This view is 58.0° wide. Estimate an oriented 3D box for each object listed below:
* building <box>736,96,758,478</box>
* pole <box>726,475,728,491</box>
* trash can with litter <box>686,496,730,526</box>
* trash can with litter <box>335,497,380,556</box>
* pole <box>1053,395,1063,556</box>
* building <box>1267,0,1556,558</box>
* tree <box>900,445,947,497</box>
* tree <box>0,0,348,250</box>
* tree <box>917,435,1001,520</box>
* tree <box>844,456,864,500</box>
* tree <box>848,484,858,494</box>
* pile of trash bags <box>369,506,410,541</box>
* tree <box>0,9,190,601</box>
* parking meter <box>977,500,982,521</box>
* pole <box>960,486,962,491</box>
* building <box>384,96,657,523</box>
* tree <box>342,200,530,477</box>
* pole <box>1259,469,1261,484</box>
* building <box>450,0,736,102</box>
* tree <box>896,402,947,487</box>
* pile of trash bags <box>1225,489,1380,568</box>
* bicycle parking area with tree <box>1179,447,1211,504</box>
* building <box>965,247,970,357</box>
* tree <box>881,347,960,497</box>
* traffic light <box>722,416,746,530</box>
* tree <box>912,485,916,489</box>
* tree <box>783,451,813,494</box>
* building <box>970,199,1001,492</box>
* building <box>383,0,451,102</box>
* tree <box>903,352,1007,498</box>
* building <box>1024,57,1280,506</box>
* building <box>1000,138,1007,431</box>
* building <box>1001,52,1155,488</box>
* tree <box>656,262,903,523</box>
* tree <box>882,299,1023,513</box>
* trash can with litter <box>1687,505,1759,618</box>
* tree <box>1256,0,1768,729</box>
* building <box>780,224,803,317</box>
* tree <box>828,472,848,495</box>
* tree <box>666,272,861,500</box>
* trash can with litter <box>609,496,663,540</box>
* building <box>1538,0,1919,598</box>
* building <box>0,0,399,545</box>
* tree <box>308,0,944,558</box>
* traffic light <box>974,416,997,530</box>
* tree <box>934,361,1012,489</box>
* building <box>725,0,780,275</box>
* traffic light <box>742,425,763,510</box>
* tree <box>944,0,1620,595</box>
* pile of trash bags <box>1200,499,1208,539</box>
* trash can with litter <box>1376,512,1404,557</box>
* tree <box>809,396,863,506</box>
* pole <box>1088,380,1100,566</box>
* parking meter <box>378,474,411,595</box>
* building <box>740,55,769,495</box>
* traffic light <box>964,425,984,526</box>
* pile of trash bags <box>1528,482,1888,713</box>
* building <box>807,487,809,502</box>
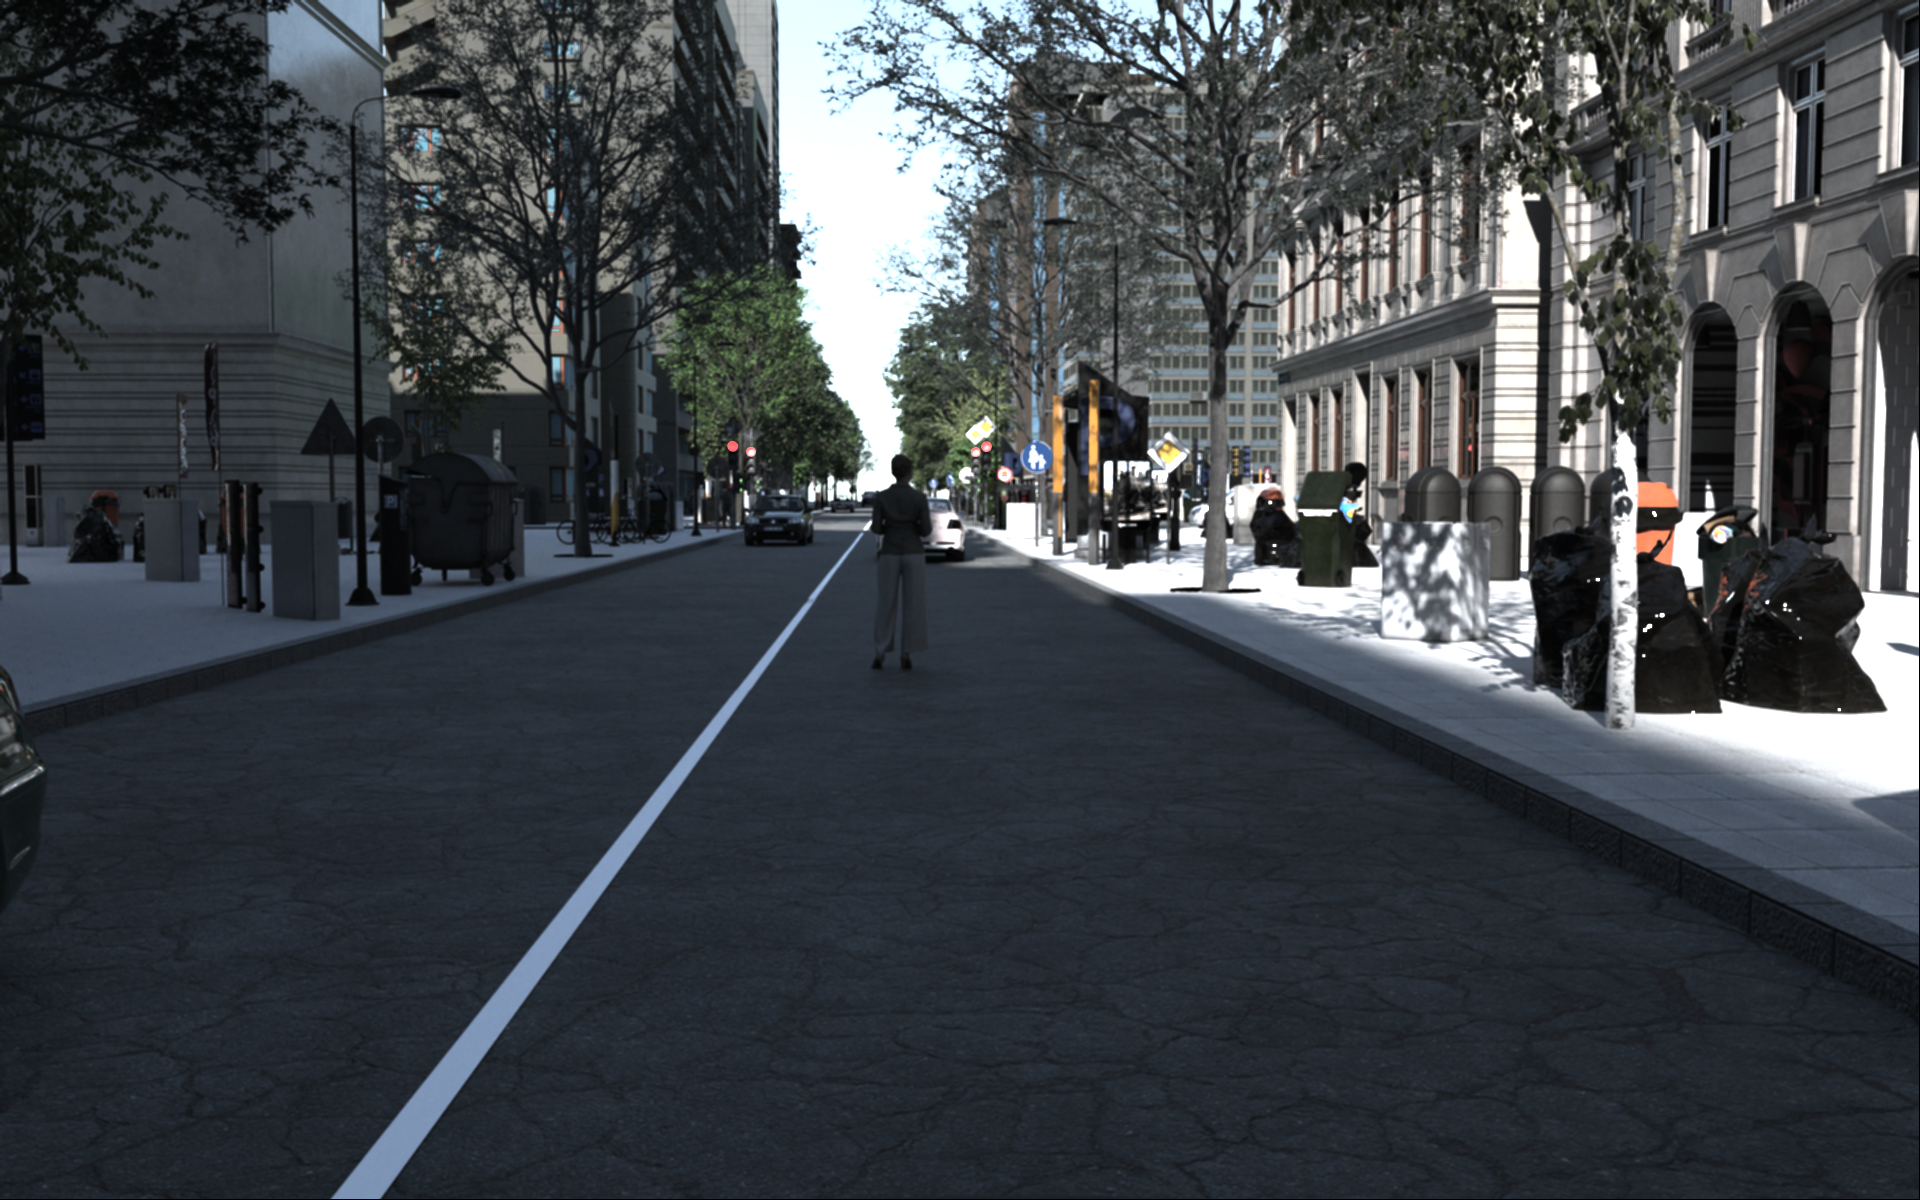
[{"bbox_3d":[-27.658,-29.920,172.794,14.154,41.232,14.086,0,4,-2],"label":"building"},{"bbox_3d":[-19.358,-9.188,144.066,0.158,3.312,0.155,0,3,0],"label":"pole"},{"bbox_3d":[-10.439,-3.788,72.985,2.233,1.210,1.678,0,4,-1],"label":"trash can with litter"},{"bbox_3d":[-12.863,-1.594,37.126,1.678,1.210,2.233,2,4,29],"label":"trash can with litter"},{"bbox_3d":[2.031,-2.571,35.874,0.158,3.312,0.155,0,3,0],"label":"pole"},{"bbox_3d":[15.302,-12.713,44.011,11.583,22.565,21.152,0,4,-2],"label":"building"},{"bbox_3d":[-3.903,-19.170,230.429,9.611,12.733,9.660,0,3,0],"label":"tree"},{"bbox_3d":[-7.914,-4.747,12.023,7.601,10.594,8.767,0,4,-3],"label":"tree"},{"bbox_3d":[0.864,-6.313,86.938,4.285,4.588,4.351,0,3,0],"label":"tree"},{"bbox_3d":[-18.001,-20.568,286.656,4.360,8.622,3.978,0,3,0],"label":"tree"},{"bbox_3d":[-18.143,-18.280,293.479,1.663,3.219,1.824,0,3,0],"label":"tree"},{"bbox_3d":[-14.345,-2.266,46.805,3.447,1.369,1.912,2,4,34],"label":"pile of trash bags"},{"bbox_3d":[-11.636,-4.310,20.836,4.737,8.622,4.395,0,3,0],"label":"tree"},{"bbox_3d":[0.889,-4.501,82.009,0.372,1.533,0.369,0,3,0],"label":"parking meter"},{"bbox_3d":[0.073,-8.379,130.842,0.158,3.312,0.155,0,3,0],"label":"pole"},{"bbox_3d":[-31.813,-15.023,90.669,27.650,21.520,28.899,0,4,-2],"label":"building"},{"bbox_3d":[-12.843,-5.646,42.667,4.737,8.622,4.395,0,3,0],"label":"tree"},{"bbox_3d":[23.982,-8.843,138.427,0.158,3.312,0.155,0,3,0],"label":"pole"},{"bbox_3d":[-31.466,-32.461,154.437,21.300,48.544,21.600,0,4,-2],"label":"building"},{"bbox_3d":[-2.819,-15.633,173.725,7.486,12.596,7.792,0,3,0],"label":"tree"},{"bbox_3d":[6.173,-1.332,31.537,1.912,1.369,3.447,-1,4,-13],"label":"pile of trash bags"},{"bbox_3d":[12.578,-7.324,106.749,8.231,4.147,9.016,2,4,25],"label":"bicycle parking area with tree"},{"bbox_3d":[12.114,-38.900,290.643,22.147,44.769,28.867,0,4,-2],"label":"building"},{"bbox_3d":[-2.833,-21.516,207.672,12.611,20.169,13.585,0,3,0],"label":"tree"},{"bbox_3d":[-8.084,-4.470,62.009,0.839,4.253,0.868,0,4,-2],"label":"traffic light"},{"bbox_3d":[-2.521,-12.299,184.794,4.285,4.588,4.351,0,3,0],"label":"tree"},{"bbox_3d":[-14.250,-9.791,143.788,4.285,4.588,4.351,0,3,0],"label":"tree"},{"bbox_3d":[9.298,-36.985,254.822,14.600,45.320,14.200,0,4,-2],"label":"building"},{"bbox_3d":[-30.662,-30.890,128.745,21.300,48.544,21.600,0,4,-2],"label":"building"},{"bbox_3d":[-0.158,-12.173,124.782,9.928,11.665,9.643,0,3,0],"label":"tree"},{"bbox_3d":[22.354,-28.544,158.570,32.217,40.220,23.993,0,4,-2],"label":"building"},{"bbox_3d":[16.048,-33.281,198.770,22.147,44.769,28.867,0,4,-2],"label":"building"},{"bbox_3d":[12.177,-32.231,177.092,14.600,45.320,14.200,0,4,-2],"label":"building"},{"bbox_3d":[-9.566,-9.190,76.015,9.928,11.665,9.643,0,3,0],"label":"tree"},{"bbox_3d":[-0.166,-12.515,111.272,9.857,13.997,8.962,0,3,0],"label":"tree"},{"bbox_3d":[7.776,-0.404,17.999,0.624,1.170,1.055,-1,4,-15],"label":"trash can with litter"},{"bbox_3d":[3.386,-3.602,9.249,4.360,8.622,3.978,0,3,0],"label":"tree"},{"bbox_3d":[-36.085,-37.725,271.429,22.147,44.769,28.867,0,4,-2],"label":"building"},{"bbox_3d":[-15.050,-16.252,216.088,4.737,8.622,4.395,0,3,0],"label":"tree"},{"bbox_3d":[-10.513,-10.550,89.501,9.611,12.733,9.660,0,3,0],"label":"tree"},{"bbox_3d":[-9.221,-2.322,49.017,1.678,1.210,2.233,1,4,17],"label":"trash can with litter"},{"bbox_3d":[17.515,-10.973,21.211,13.314,21.916,24.055,0,4,-2],"label":"building"},{"bbox_3d":[-27.284,-12.949,47.881,21.152,22.565,11.583,0,4,-2],"label":"building"},{"bbox_3d":[-7.820,-7.613,34.851,12.009,13.543,11.850,0,3,0],"label":"tree"},{"bbox_3d":[0.920,-4.493,62.376,0.839,4.253,0.868,0,4,-2],"label":"traffic light"},{"bbox_3d":[0.915,-8.912,96.076,4.737,8.622,4.395,0,3,0],"label":"tree"},{"bbox_3d":[-33.847,-49.393,245.832,20.563,71.187,20.611,0,4,-2],"label":"building"},{"bbox_3d":[-8.397,-4.958,69.988,0.839,4.253,0.868,0,4,-2],"label":"traffic light"},{"bbox_3d":[3.384,-6.838,22.166,12.009,13.543,11.850,0,3,0],"label":"tree"},{"bbox_3d":[7.918,-2.439,49.627,1.912,1.369,3.447,0,4,4],"label":"pile of trash bags"},{"bbox_3d":[9.022,-1.460,35.255,1.055,1.170,0.624,2,4,25],"label":"trash can with litter"},{"bbox_3d":[-14.091,-16.510,188.062,7.486,12.596,7.792,0,3,0],"label":"tree"},{"bbox_3d":[2.402,-2.273,31.013,0.158,3.312,0.155,0,3,0],"label":"pole"},{"bbox_3d":[-7.199,-0.835,22.071,0.372,1.533,0.369,0,3,0],"label":"parking meter"},{"bbox_3d":[-32.350,-34.649,190.211,21.300,48.544,21.600,0,4,-2],"label":"building"},{"bbox_3d":[0.607,-4.981,70.355,0.839,4.253,0.868,0,4,-2],"label":"traffic light"},{"bbox_3d":[4.815,-0.116,11.648,1.912,1.369,3.447,1,4,12],"label":"pile of trash bags"},{"bbox_3d":[-33.111,-31.937,293.876,14.160,30.474,14.107,0,4,-2],"label":"building"}]
